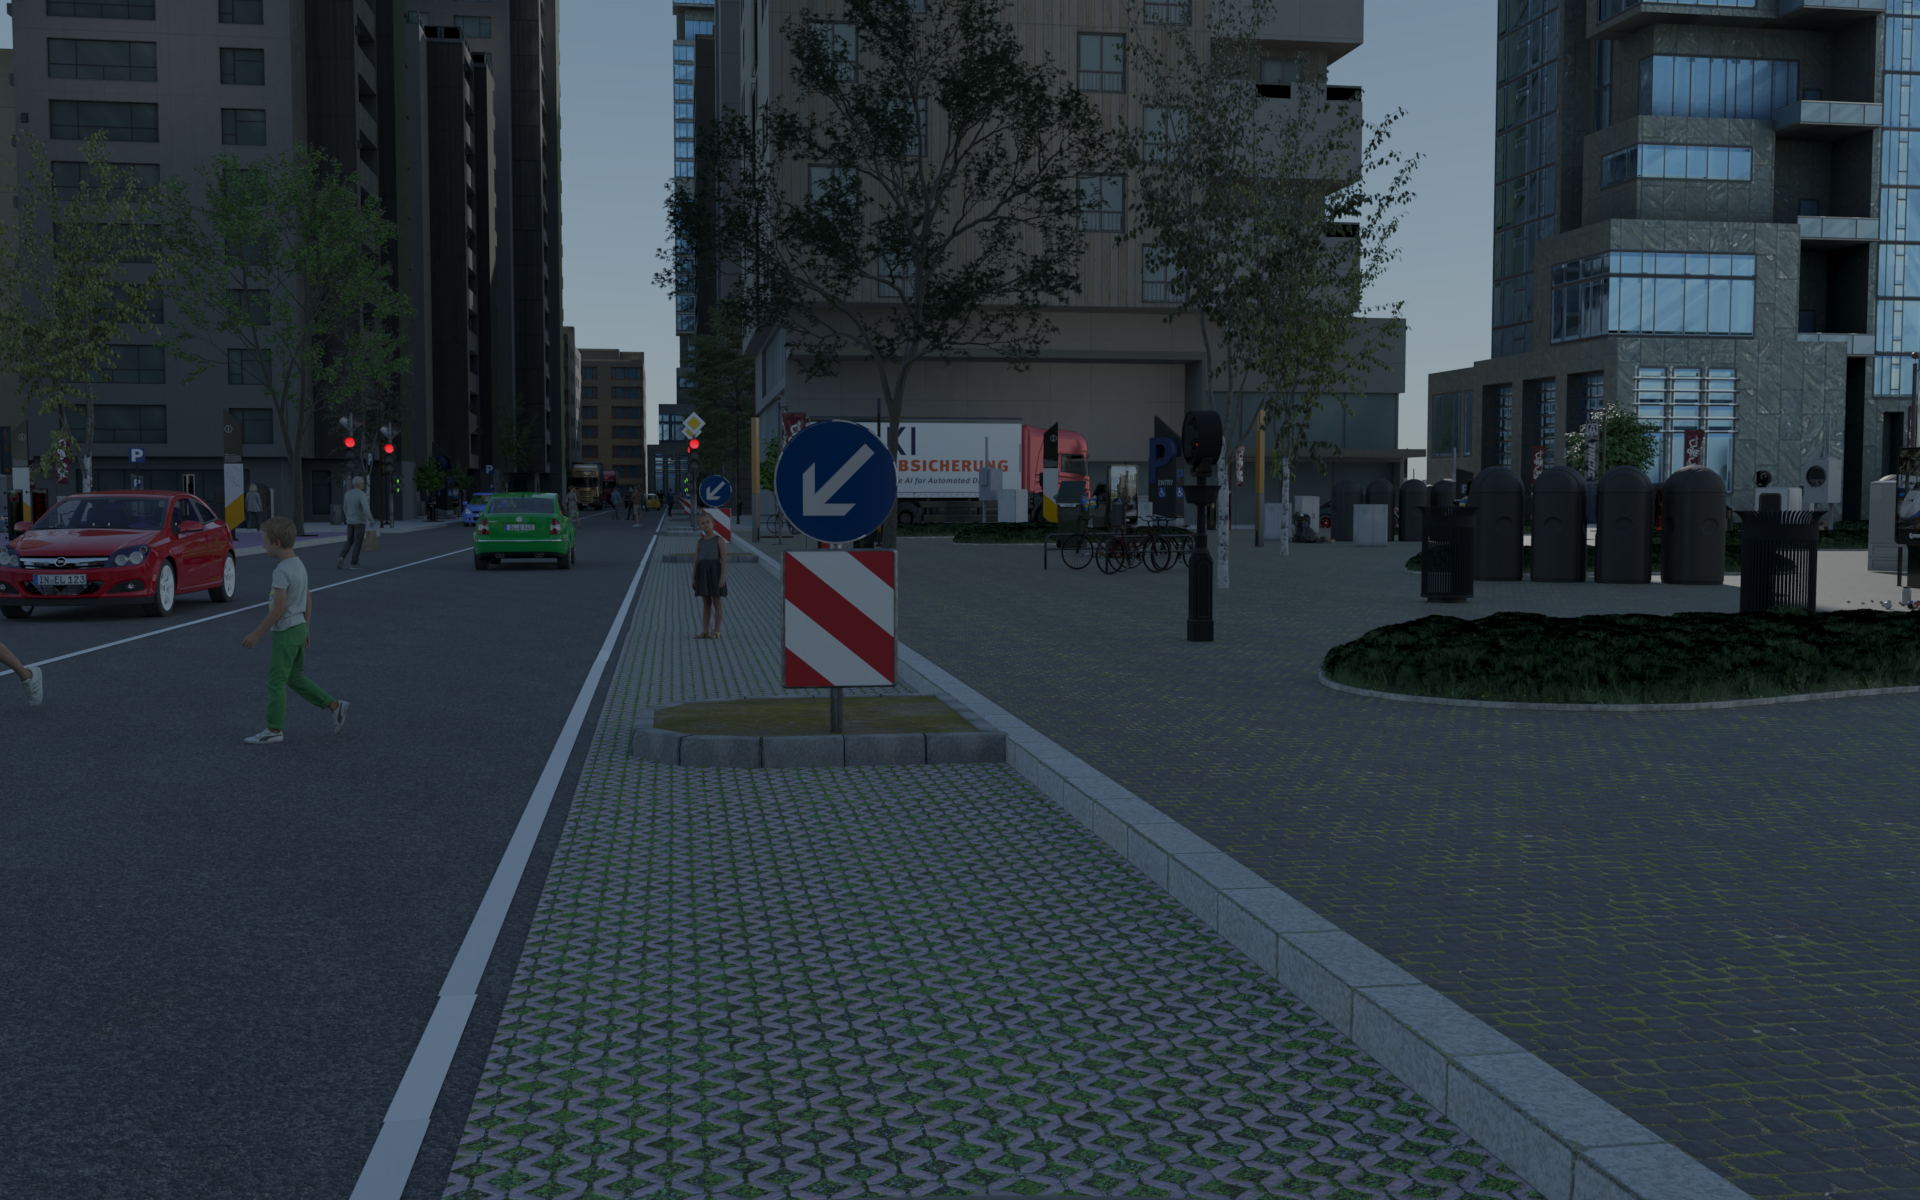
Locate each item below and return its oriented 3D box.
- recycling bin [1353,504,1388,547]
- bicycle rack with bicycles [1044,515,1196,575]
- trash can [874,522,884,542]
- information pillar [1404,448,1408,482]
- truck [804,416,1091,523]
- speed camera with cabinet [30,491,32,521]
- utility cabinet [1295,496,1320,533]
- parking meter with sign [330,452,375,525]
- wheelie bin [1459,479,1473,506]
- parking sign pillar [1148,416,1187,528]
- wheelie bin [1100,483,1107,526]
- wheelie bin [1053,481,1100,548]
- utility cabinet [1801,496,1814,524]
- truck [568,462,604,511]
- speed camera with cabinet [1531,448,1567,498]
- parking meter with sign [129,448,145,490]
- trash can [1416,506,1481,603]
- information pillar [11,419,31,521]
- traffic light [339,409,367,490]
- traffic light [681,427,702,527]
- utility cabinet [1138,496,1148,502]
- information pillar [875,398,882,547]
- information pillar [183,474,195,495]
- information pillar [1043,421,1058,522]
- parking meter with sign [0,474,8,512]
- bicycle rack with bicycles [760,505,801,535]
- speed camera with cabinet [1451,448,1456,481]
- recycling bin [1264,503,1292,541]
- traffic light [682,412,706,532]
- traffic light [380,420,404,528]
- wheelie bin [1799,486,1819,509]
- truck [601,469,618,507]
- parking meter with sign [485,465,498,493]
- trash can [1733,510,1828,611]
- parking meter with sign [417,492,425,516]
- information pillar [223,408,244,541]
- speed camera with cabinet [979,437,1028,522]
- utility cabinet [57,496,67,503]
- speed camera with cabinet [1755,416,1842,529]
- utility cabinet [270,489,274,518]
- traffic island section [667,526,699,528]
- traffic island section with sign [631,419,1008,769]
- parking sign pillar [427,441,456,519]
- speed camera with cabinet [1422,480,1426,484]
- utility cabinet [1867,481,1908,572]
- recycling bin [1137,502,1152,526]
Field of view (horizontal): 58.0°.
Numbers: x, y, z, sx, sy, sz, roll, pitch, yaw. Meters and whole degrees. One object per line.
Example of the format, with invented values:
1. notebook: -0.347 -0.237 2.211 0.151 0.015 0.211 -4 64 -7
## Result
1. recycling bin: 10.048 -1.827 42.418 0.722 1.027 0.722 0 4 4
2. bicycle rack with bicycles: 2.861 -0.956 29.012 2.925 0.926 2.852 -2 4 -30
3. trash can: -2.142 -2.115 46.241 0.748 1.137 0.748 0 3 0
4. information pillar: 22.484 -5.905 87.900 0.504 3.616 0.183 3 4 37
5. truck: -0.153 -4.626 64.546 11.283 4.237 2.839 -1 4 -11
6. speed camera with cabinet: -43.464 -5.302 81.021 2.038 3.252 0.660 0 4 -3
7. utility cabinet: 11.590 -2.853 57.809 1.020 1.237 0.306 -3 5 -43
8. parking meter with sign: -25.336 -4.643 72.178 1.738 3.016 0.543 -3 4 -38
9. wheelie bin: 11.181 -1.778 36.981 0.980 1.594 0.693 1 4 10
10. parking sign pillar: 7.037 -4.319 59.092 1.447 3.967 1.447 -3 5 -39
11. wheelie bin: 4.041 -2.430 47.631 0.980 1.594 0.693 -3 5 -41
12. wheelie bin: 2.658 -2.024 40.993 0.980 1.594 0.693 2 4 27
13. utility cabinet: 25.995 -2.610 53.838 0.306 1.237 1.020 -2 4 -31
14. truck: -33.008 -10.063 153.447 2.839 4.237 11.283 -1 4 -10
15. speed camera with cabinet: 25.565 -4.927 74.897 0.660 3.252 2.038 -1 4 -17
16. parking meter with sign: -31.538 -4.293 66.453 0.543 3.016 1.738 -2 4 -25
17. trash can: 5.790 -0.545 20.557 0.748 1.137 0.748 0 3 0
18. information pillar: -29.471 -3.855 54.392 0.504 3.616 0.183 0 4 -4
19. traffic light: -20.092 -4.182 57.297 0.839 4.253 0.868 -1 4 -9
20. traffic light: -10.387 -4.776 67.008 0.839 4.253 0.868 -1 4 -9
21. utility cabinet: 6.754 -3.094 61.756 1.020 1.237 0.306 2 4 32
22. information pillar: -1.960 -3.093 41.931 0.183 3.616 0.504 0 4 -3
23. information pillar: -28.872 -3.694 64.882 0.304 2.012 0.304 3 4 38
24. information pillar: 2.922 -3.927 55.565 0.504 3.616 0.183 0 4 2
25. parking meter with sign: -37.360 -4.339 67.197 0.543 3.016 1.738 2 4 34
26. bicycle rack with bicycles: -5.106 -2.625 56.295 2.925 0.926 2.852 -3 5 -44
27. speed camera with cabinet: 21.051 -4.822 73.181 0.660 3.252 2.038 1 4 18
28. recycling bin: 8.815 -2.175 48.117 0.722 1.027 0.722 0 4 6
29. traffic light: -9.082 -4.294 59.130 0.839 4.253 0.868 -1 4 -9
30. traffic light: -21.397 -4.664 65.175 0.839 4.253 0.868 -1 4 -9
31. wheelie bin: 31.914 -3.509 65.273 0.980 1.594 0.693 2 4 34
32. truck: -39.549 -12.524 193.682 2.839 4.237 11.283 -1 4 -10
33. parking meter with sign: -27.901 -6.563 103.567 0.543 3.016 1.738 0 4 -1
34. trash can: 7.111 -0.208 15.048 0.748 1.137 0.748 0 3 0
35. parking meter with sign: -31.654 -6.351 100.096 1.738 3.016 0.543 2 4 29
36. information pillar: -19.881 -3.426 47.373 0.504 3.616 0.183 0 4 -8
37. speed camera with cabinet: 1.490 -3.987 59.525 0.660 3.252 2.038 -3 4 -37
38. utility cabinet: -26.090 -2.441 51.077 1.020 1.237 0.306 1 4 15
39. speed camera with cabinet: 21.541 -3.072 44.556 0.660 3.252 2.038 -2 4 -30
40. utility cabinet: -28.075 -3.704 69.236 0.318 1.500 1.173 3 5 42
41. traffic island section: -10.346 -2.743 67.129 2.009 0.180 2.903 -1 4 -9
42. traffic island section with sign: -0.881 -0.081 9.958 1.989 1.847 2.006 -1 4 -9
43. parking sign pillar: -26.489 -6.109 88.354 1.447 3.967 1.447 2 4 30
44. speed camera with cabinet: 29.872 -7.238 112.672 0.660 3.252 2.038 -1 4 -15
45. utility cabinet: 15.424 -1.189 28.124 0.318 1.500 1.173 -3 4 -38
46. recycling bin: 5.602 -2.548 54.213 0.722 1.027 0.722 0 4 -5
